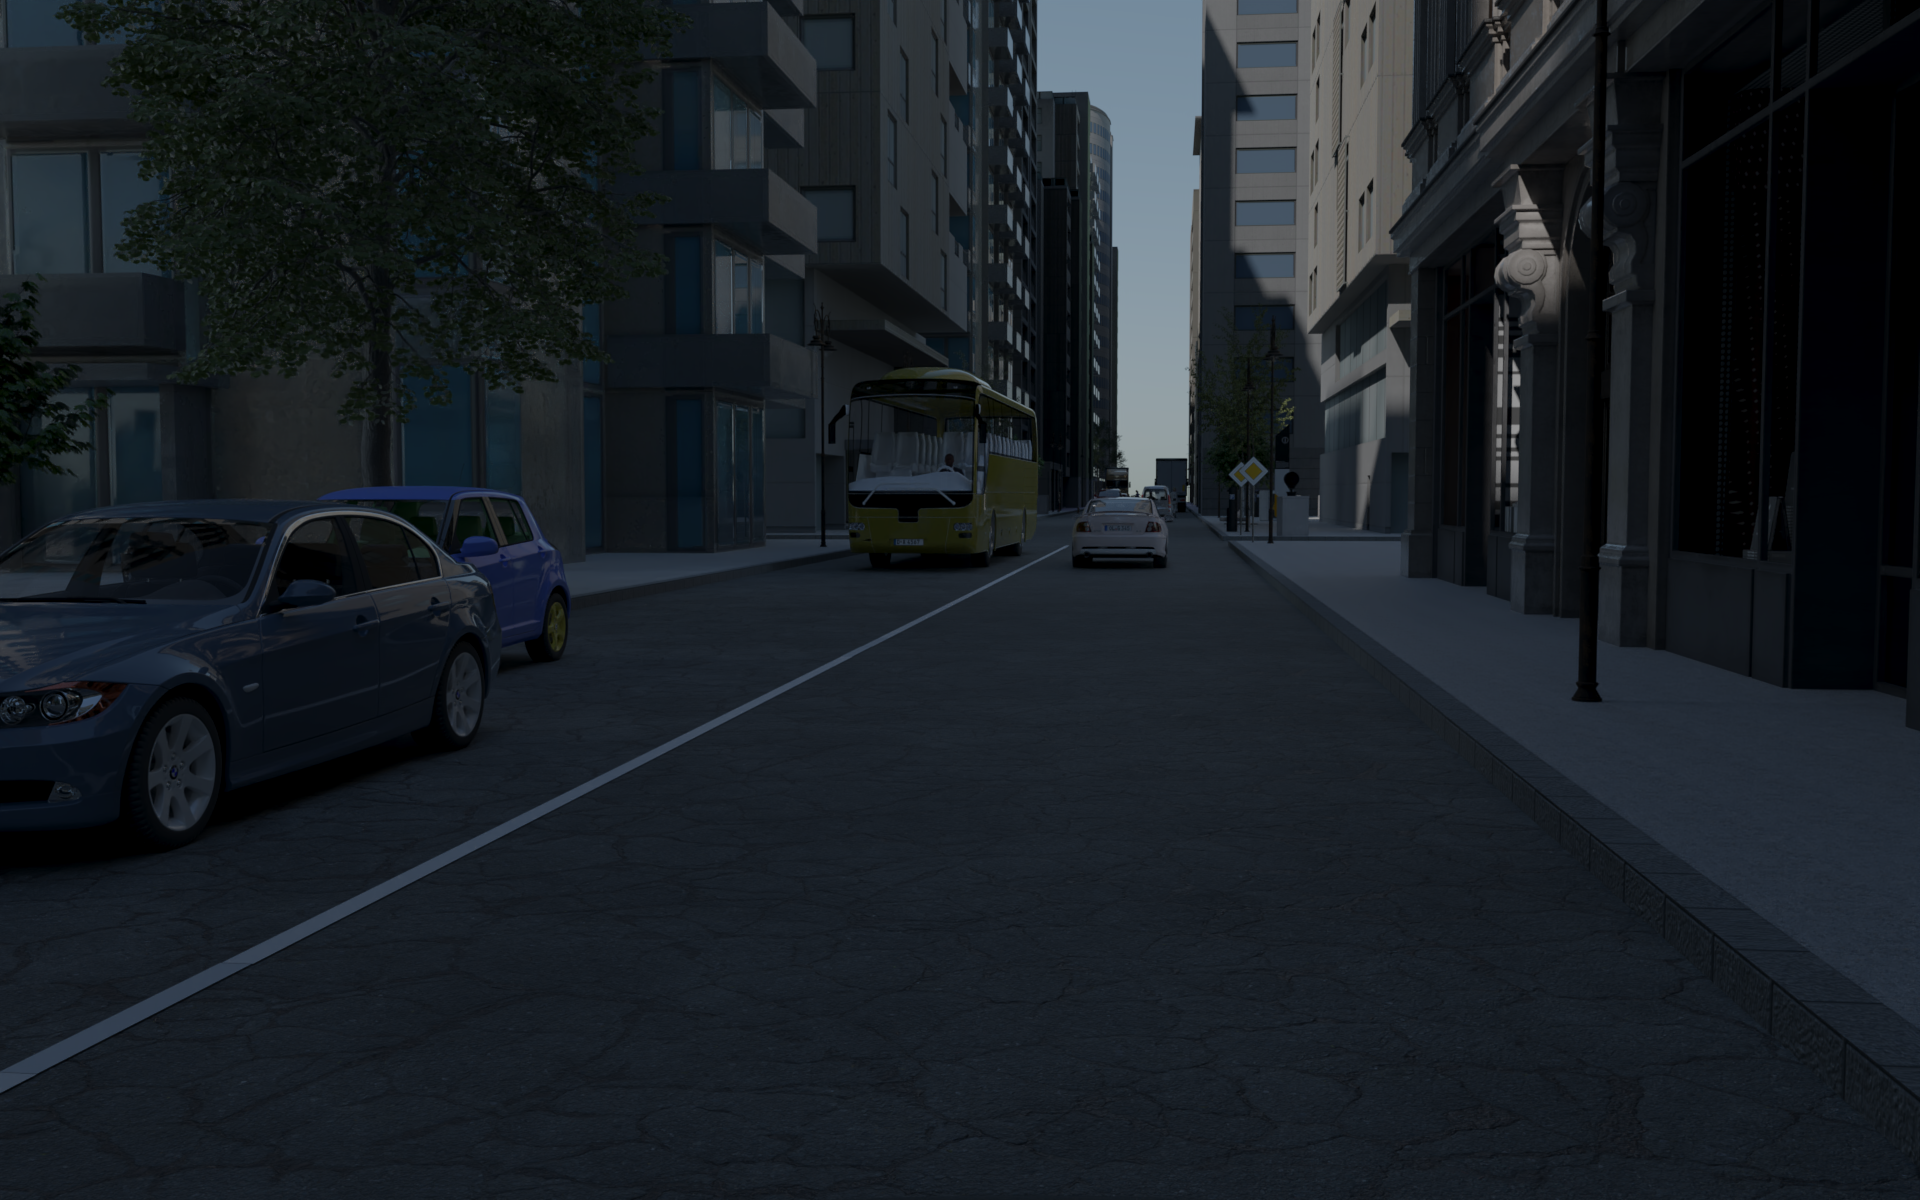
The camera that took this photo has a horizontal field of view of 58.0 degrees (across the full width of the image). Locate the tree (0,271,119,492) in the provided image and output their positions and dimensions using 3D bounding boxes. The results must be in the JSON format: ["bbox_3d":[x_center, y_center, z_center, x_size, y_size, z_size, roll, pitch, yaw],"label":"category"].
[{"bbox_3d":[-7.184,-1.120,12.917,1.663,3.219,1.824,0,3,0],"label":"tree"}]

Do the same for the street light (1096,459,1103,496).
[{"bbox_3d":[15.914,-13.897,199.997,0.468,5.910,1.993,0,4,7],"label":"street light"}]

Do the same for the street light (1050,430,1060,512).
[{"bbox_3d":[6.718,-9.293,124.735,0.468,5.910,1.993,0,4,7],"label":"street light"}]

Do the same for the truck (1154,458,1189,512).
[{"bbox_3d":[17.116,-9.253,140.198,2.839,4.237,11.283,0,4,7],"label":"truck"}]

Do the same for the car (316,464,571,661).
[{"bbox_3d":[-4.424,-0.249,13.669,1.945,1.707,3.694,0,4,7],"label":"car"}]

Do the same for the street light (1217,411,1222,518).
[{"bbox_3d":[13.983,-7.371,93.310,0.468,5.910,1.993,0,4,7],"label":"street light"}]

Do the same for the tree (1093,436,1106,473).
[{"bbox_3d":[14.308,-15.015,195.863,4.737,8.622,4.395,0,3,0],"label":"tree"}]

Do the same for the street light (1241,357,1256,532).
[{"bbox_3d":[9.741,-5.249,58.605,0.468,5.910,1.993,0,4,7],"label":"street light"}]

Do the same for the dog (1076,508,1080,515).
[{"bbox_3d":[8.053,-6.049,118.185,0.406,0.507,0.540,-2,4,-28],"label":"dog"}]

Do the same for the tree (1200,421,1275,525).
[{"bbox_3d":[11.874,-5.493,73.522,4.285,4.588,4.351,0,3,0],"label":"tree"}]

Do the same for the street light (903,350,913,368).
[{"bbox_3d":[-1.659,-5.054,55.422,0.468,5.910,1.993,0,4,7],"label":"street light"}]

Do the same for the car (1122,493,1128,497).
[{"bbox_3d":[13.270,-8.287,144.525,2.155,1.783,4.494,1,4,8],"label":"car"}]

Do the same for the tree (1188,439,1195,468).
[{"bbox_3d":[29.632,-16.012,212.154,4.360,8.622,3.978,0,3,0],"label":"tree"}]

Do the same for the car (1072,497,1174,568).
[{"bbox_3d":[3.279,-1.390,35.083,2.083,1.381,4.827,0,4,7],"label":"car"}]

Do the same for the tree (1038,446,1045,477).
[{"bbox_3d":[2.989,-6.746,94.012,4.285,4.588,4.351,0,3,0],"label":"tree"}]

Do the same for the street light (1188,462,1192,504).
[{"bbox_3d":[27.484,-14.144,204.036,0.468,5.910,1.993,0,4,7],"label":"street light"}]

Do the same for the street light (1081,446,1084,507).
[{"bbox_3d":[11.701,-11.800,165.715,0.468,5.910,1.993,0,4,7],"label":"street light"}]

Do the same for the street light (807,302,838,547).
[{"bbox_3d":[-3.317,-4.225,41.861,0.468,5.910,1.993,0,4,7],"label":"street light"}]

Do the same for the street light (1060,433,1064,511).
[{"bbox_3d":[7.616,-9.702,131.417,0.468,5.910,1.993,0,4,7],"label":"street light"}]

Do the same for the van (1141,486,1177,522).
[{"bbox_3d":[10.157,-5.043,89.457,2.013,2.044,4.112,1,4,8],"label":"van"}]

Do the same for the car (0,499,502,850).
[{"bbox_3d":[-3.795,0.209,8.578,2.014,1.417,4.499,0,4,8],"label":"car"}]

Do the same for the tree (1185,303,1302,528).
[{"bbox_3d":[10.792,-7.076,66.062,4.737,8.622,4.395,0,3,0],"label":"tree"}]

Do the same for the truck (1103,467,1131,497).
[{"bbox_3d":[16.680,-11.925,183.889,2.839,4.237,11.283,0,4,5],"label":"truck"}]

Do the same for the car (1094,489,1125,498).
[{"bbox_3d":[10.966,-7.224,126.777,2.281,1.827,5.304,0,4,7],"label":"car"}]

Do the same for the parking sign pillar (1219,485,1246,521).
[{"bbox_3d":[12.978,-5.699,81.644,1.447,3.967,1.447,1,4,18],"label":"parking sign pillar"}]

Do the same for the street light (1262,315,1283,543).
[{"bbox_3d":[8.077,-4.408,44.856,0.468,5.910,1.993,0,4,7],"label":"street light"}]

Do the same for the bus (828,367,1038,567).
[{"bbox_3d":[-0.137,-2.795,37.242,2.896,3.916,12.252,0,4,8],"label":"bus"}]

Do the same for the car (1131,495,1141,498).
[{"bbox_3d":[28.614,-16.546,283.114,1.945,1.354,3.894,1,4,9],"label":"car"}]

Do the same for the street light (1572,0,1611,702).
[{"bbox_3d":[3.891,-2.311,10.571,0.468,5.910,1.993,0,4,7],"label":"street light"}]

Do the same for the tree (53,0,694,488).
[{"bbox_3d":[-6.795,-6.265,20.561,7.486,12.596,7.792,0,3,0],"label":"tree"}]

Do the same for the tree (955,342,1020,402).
[{"bbox_3d":[0.909,-8.231,84.935,4.360,8.622,3.978,0,3,0],"label":"tree"}]

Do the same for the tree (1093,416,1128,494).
[{"bbox_3d":[16.768,-16.675,207.053,7.601,10.594,8.767,-2,4,-29],"label":"tree"}]

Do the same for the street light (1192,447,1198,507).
[{"bbox_3d":[23.258,-12.047,169.755,0.468,5.910,1.993,0,4,7],"label":"street light"}]
